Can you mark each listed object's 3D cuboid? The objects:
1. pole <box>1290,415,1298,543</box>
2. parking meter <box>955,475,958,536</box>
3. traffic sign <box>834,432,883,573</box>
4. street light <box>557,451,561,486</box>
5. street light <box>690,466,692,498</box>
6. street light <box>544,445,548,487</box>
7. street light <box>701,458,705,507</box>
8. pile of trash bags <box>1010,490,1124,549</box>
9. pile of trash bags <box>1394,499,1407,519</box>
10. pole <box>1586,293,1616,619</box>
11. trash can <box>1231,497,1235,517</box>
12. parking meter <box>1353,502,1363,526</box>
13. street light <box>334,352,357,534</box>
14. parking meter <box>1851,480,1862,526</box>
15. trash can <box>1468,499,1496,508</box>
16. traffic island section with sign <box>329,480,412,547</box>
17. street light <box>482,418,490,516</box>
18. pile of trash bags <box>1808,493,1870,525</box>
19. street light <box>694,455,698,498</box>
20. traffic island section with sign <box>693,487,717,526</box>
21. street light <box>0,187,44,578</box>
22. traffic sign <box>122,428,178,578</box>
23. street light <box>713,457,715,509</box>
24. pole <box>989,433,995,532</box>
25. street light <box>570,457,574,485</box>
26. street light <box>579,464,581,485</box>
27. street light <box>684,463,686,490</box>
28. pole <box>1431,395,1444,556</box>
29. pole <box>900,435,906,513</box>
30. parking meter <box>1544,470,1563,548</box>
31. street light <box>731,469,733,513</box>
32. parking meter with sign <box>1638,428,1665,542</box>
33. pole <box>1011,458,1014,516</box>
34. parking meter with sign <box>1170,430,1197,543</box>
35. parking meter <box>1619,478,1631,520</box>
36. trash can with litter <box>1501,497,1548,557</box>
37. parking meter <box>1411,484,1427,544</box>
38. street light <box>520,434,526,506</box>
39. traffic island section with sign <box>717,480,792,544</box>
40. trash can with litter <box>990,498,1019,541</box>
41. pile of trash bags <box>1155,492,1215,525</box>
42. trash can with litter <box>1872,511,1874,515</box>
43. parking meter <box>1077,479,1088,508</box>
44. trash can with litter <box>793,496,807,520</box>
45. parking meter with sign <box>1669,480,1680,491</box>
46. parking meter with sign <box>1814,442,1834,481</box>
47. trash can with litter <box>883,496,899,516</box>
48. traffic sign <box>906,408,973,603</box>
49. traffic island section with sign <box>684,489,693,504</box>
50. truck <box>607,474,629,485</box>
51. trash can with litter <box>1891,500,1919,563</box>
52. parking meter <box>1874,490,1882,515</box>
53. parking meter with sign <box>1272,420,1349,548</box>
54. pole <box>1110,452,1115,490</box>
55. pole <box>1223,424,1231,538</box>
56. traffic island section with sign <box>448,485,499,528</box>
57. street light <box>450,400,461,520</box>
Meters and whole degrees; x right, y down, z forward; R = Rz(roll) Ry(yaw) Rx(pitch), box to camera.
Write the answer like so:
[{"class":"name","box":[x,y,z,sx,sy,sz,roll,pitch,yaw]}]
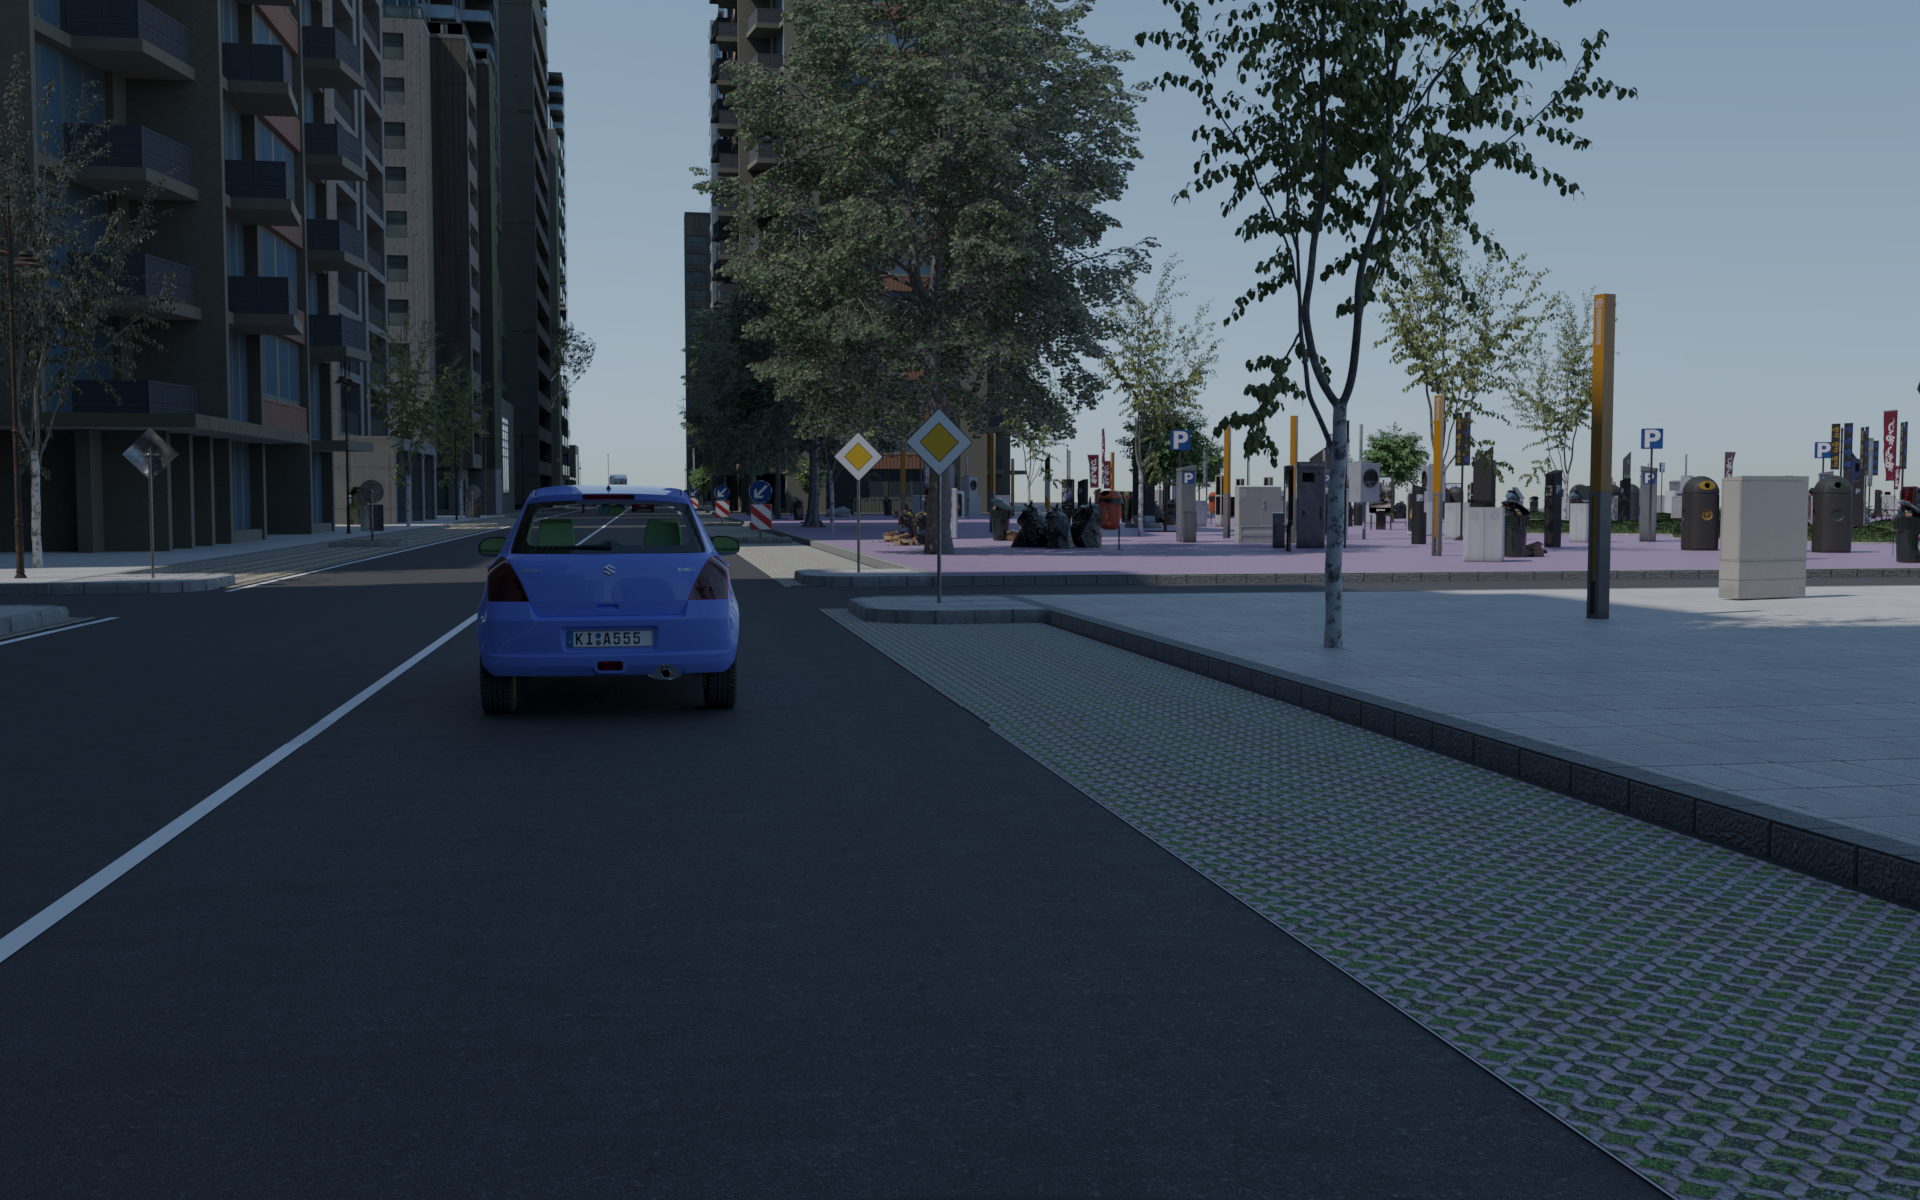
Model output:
[{"class":"pole","box":[8.676,-3.132,45.044,0.158,3.312,0.155,0,3,0]},{"class":"parking meter","box":[-0.285,-2.862,52.508,0.399,1.863,0.255,3,5,40]},{"class":"traffic sign","box":[-1.656,-1.501,28.188,0.795,2.450,0.064,-1,4,-10]},{"class":"street light","box":[-42.393,-12.878,183.350,0.468,5.910,1.993,-1,4,-10]},{"class":"street light","box":[-35.577,-15.676,229.093,0.468,5.910,1.993,-1,4,-10]},{"class":"street light","box":[-38.389,-11.499,160.797,0.468,5.910,1.993,-1,4,-10]},{"class":"street light","box":[-26.258,-12.509,177.310,0.468,5.910,1.993,-1,4,-10]},{"class":"pile of trash bags","box":[2.737,-1.926,41.241,1.912,1.369,3.447,-2,4,-33]},{"class":"pile of trash bags","box":[22.998,-4.876,89.478,3.447,1.369,1.912,-1,4,-21]},{"class":"pole","box":[6.574,-1.462,17.755,0.158,3.312,0.155,0,3,0]},{"class":"trash can","box":[15.023,-5.191,96.522,0.748,1.137,0.748,0,3,0]},{"class":"parking meter","box":[16.169,-3.786,70.308,0.372,1.533,0.369,0,3,0]},{"class":"street light","box":[-19.796,-5.084,55.909,0.468,5.910,1.993,-1,4,-10]},{"class":"parking meter","box":[36.222,-3.933,70.023,0.399,1.863,0.255,0,4,7]},{"class":"trash can","box":[13.813,-2.092,45.854,0.748,1.137,0.748,0,3,0]},{"class":"traffic island section with sign","box":[-16.088,-2.369,47.364,1.989,1.847,2.006,-1,4,-10]},{"class":"street light","box":[-27.770,-7.872,101.496,0.468,5.910,1.993,-1,4,-10]},{"class":"pile of trash bags","box":[36.388,-3.839,72.520,1.912,1.369,3.447,-1,4,-18]},{"class":"street light","box":[-30.341,-13.873,199.604,0.468,5.910,1.993,-1,4,-10]},{"class":"traffic island section with sign","box":[-10.755,-4.199,77.289,1.989,1.847,2.006,-1,4,-10]},{"class":"street light","box":[-14.325,-3.269,26.231,0.468,5.910,1.993,-1,4,-10]},{"class":"traffic sign","box":[-12.285,-1.387,26.313,0.795,2.450,0.064,-1,4,-10]},{"class":"street light","box":[-20.986,-10.697,147.679,0.468,5.910,1.993,-1,4,-10]},{"class":"pole","box":[1.086,-3.923,57.982,0.158,3.312,0.155,0,3,0]},{"class":"street light","box":[-47.844,-14.712,213.330,0.468,5.910,1.993,-1,4,-10]},{"class":"street light","box":[-53.363,-16.555,243.459,0.468,5.910,1.993,-1,4,-10]},{"class":"street light","box":[-41.089,-17.526,259.331,0.468,5.910,1.993,-1,4,-10]},{"class":"pole","box":[9.884,-2.567,35.820,0.158,3.312,0.155,0,3,0]},{"class":"pole","box":[-1.968,-4.029,59.711,0.158,3.312,0.155,0,3,0]},{"class":"parking meter","box":[14.226,-2.192,41.548,0.399,1.863,0.255,-3,4,-37]},{"class":"street light","box":[-15.450,-8.830,117.164,0.468,5.910,1.993,-1,4,-10]},{"class":"parking meter with sign","box":[18.611,-3.088,46.756,0.543,3.016,1.738,1,4,19]},{"class":"pole","box":[3.012,-6.437,99.087,0.158,3.312,0.155,0,3,0]},{"class":"parking meter with sign","box":[6.034,-3.065,46.371,0.543,3.016,1.738,0,4,-3]},{"class":"parking meter","box":[24.373,-3.534,63.495,0.255,1.863,0.399,-1,4,-11]},{"class":"trash can with litter","box":[11.447,-1.465,35.335,1.055,1.170,0.624,-2,4,-30]},{"class":"parking meter","box":[11.724,-2.190,44.220,0.372,1.533,0.369,0,3,0]},{"class":"street light","box":[-33.105,-9.685,131.135,0.468,5.910,1.993,-1,4,-10]},{"class":"traffic island section with sign","box":[-5.995,-2.577,50.755,1.989,1.847,2.006,-1,4,-10]},{"class":"trash can with litter","box":[1.328,-2.200,47.350,1.055,1.170,0.624,3,5,43]},{"class":"pile of trash bags","box":[9.440,-3.806,71.975,3.447,1.369,1.912,-2,4,-28]},{"class":"trash can with litter","box":[55.481,-5.685,104.340,1.055,1.170,0.624,-2,4,-29]},{"class":"parking meter","box":[4.743,-3.745,66.935,0.255,1.863,0.399,-3,5,-41]},{"class":"trash can with litter","box":[-7.660,-4.488,84.766,1.055,1.170,0.624,1,4,10]},{"class":"parking meter with sign","box":[39.429,-6.058,95.301,1.738,3.016,0.543,3,5,45]},{"class":"parking meter with sign","box":[28.515,-3.723,57.133,0.543,3.016,1.738,1,4,23]},{"class":"trash can with litter","box":[-3.997,-5.526,101.734,1.055,1.170,0.624,-1,4,-9]},{"class":"traffic sign","box":[-0.248,-1.020,20.328,0.795,2.450,0.064,-1,4,-10]},{"class":"traffic island section with sign","box":[-19.583,-7.215,126.587,1.989,1.847,2.006,-1,4,-10]},{"class":"truck","box":[-47.900,-15.471,242.703,2.967,4.110,18.799,-1,4,-11]},{"class":"trash can with litter","box":[18.002,-1.280,32.317,1.055,1.170,0.624,1,4,19]},{"class":"parking meter","box":[51.443,-5.420,97.030,0.372,1.533,0.369,0,3,0]},{"class":"parking meter with sign","box":[8.297,-2.739,41.051,1.738,3.016,0.543,0,4,7]},{"class":"pole","box":[7.417,-5.535,84.335,0.158,3.312,0.155,0,3,0]},{"class":"pole","box":[7.725,-3.440,50.082,0.158,3.312,0.155,0,3,0]},{"class":"traffic island section with sign","box":[-20.973,-4.039,74.661,1.989,1.847,2.006,-1,4,-10]},{"class":"street light","box":[-24.875,-6.889,85.426,0.468,5.910,1.993,-1,4,-10]}]
